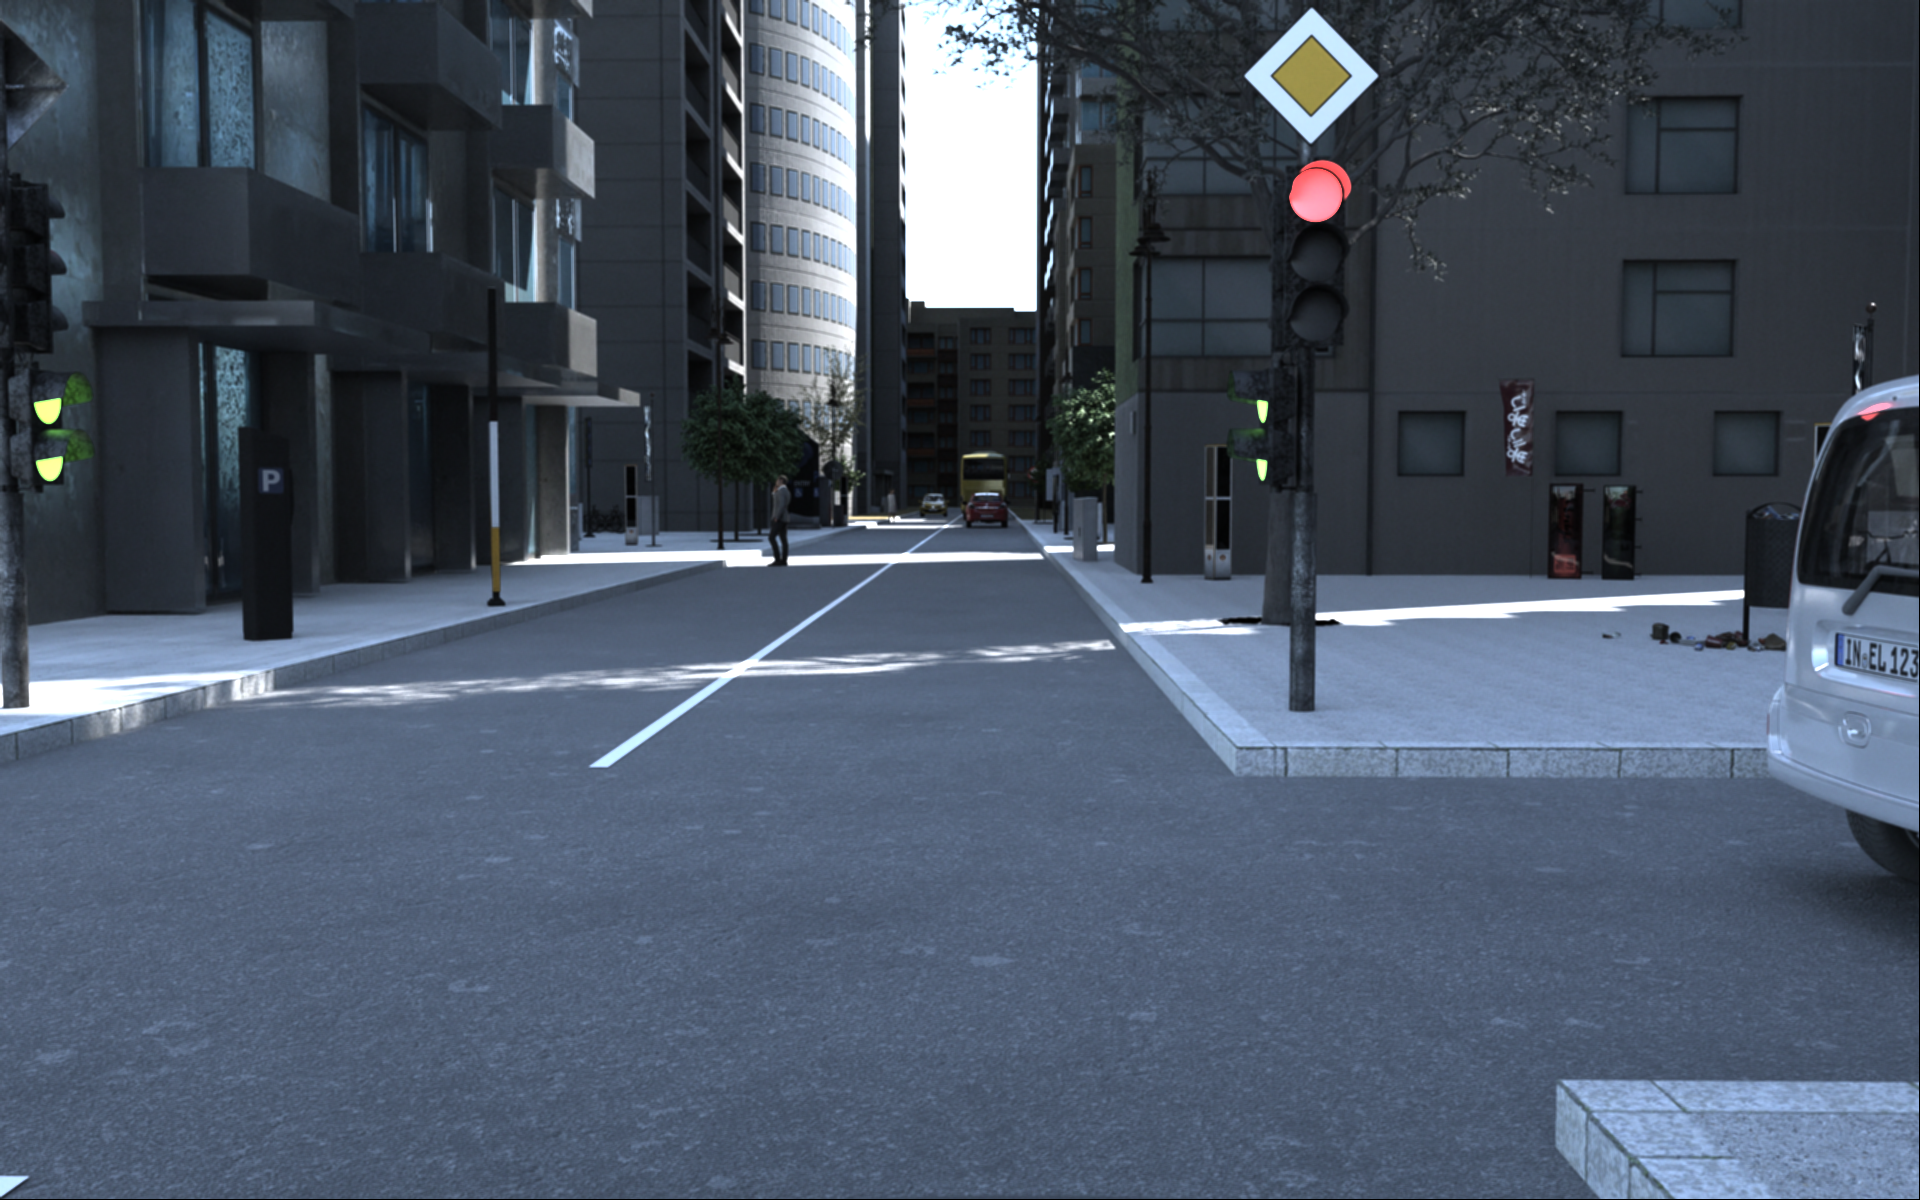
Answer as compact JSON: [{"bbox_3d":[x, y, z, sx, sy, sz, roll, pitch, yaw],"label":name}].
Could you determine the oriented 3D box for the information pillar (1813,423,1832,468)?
[{"bbox_3d":[9.035,-0.821,17.918,0.304,2.012,0.304,-2,4,-34],"label":"information pillar"}]

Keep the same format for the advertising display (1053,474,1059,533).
[{"bbox_3d":[3.170,-3.181,57.228,0.123,1.923,0.974,1,4,8],"label":"advertising display"}]

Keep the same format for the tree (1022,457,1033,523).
[{"bbox_3d":[3.524,-4.919,75.025,1.663,3.219,1.824,0,3,0],"label":"tree"}]

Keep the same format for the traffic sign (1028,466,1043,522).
[{"bbox_3d":[3.399,-4.724,77.341,0.768,2.556,0.104,0,4,4],"label":"traffic sign"}]

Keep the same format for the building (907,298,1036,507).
[{"bbox_3d":[-5.439,-20.720,183.812,28.899,21.520,27.650,0,4,1],"label":"building"}]

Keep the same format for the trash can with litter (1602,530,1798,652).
[{"bbox_3d":[6.622,-0.225,14.743,1.678,1.210,2.233,-3,4,-37],"label":"trash can with litter"}]

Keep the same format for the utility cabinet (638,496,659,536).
[{"bbox_3d":[-9.778,-2.616,53.932,0.306,1.237,1.020,2,4,24],"label":"utility cabinet"}]

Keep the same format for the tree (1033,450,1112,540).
[{"bbox_3d":[3.355,-3.321,48.904,1.663,3.219,1.824,0,3,0],"label":"tree"}]

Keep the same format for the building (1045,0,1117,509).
[{"bbox_3d":[17.746,-31.191,129.582,23.786,49.044,30.456,0,4,1],"label":"building"}]

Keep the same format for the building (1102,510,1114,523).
[{"bbox_3d":[15.939,-46.183,67.765,22.319,86.520,31.000,0,4,1],"label":"building"}]

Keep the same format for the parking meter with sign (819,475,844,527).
[{"bbox_3d":[-5.379,-4.362,67.585,1.738,3.016,0.543,1,4,17],"label":"parking meter with sign"}]

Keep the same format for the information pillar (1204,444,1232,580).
[{"bbox_3d":[3.853,-1.306,25.840,0.304,2.012,0.304,-1,4,-22],"label":"information pillar"}]

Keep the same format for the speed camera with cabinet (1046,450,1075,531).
[{"bbox_3d":[3.514,-4.056,60.647,0.660,3.252,2.038,1,4,17],"label":"speed camera with cabinet"}]

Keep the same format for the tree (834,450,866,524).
[{"bbox_3d":[-5.098,-4.934,75.273,1.663,3.219,1.824,0,3,0],"label":"tree"}]

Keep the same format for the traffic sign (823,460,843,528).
[{"bbox_3d":[-4.746,-3.960,64.852,0.768,2.556,0.104,0,4,7],"label":"traffic sign"}]

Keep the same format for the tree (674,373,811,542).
[{"bbox_3d":[-6.035,-3.858,46.797,4.285,4.588,4.351,0,3,0],"label":"tree"}]

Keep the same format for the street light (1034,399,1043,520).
[{"bbox_3d":[3.809,-6.820,84.289,0.468,5.910,1.993,0,4,1],"label":"street light"}]

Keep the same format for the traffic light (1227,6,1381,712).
[{"bbox_3d":[2.009,-1.299,10.156,0.839,4.253,0.868,0,4,1],"label":"traffic light"}]

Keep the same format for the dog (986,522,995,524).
[{"bbox_3d":[1.502,-3.927,84.400,0.550,0.427,0.748,1,4,10],"label":"dog"}]

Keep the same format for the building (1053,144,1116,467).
[{"bbox_3d":[19.731,-15.595,100.017,27.650,21.520,28.899,0,4,1],"label":"building"}]

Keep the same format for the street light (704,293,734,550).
[{"bbox_3d":[-5.543,-4.108,39.955,0.468,5.910,1.993,0,4,1],"label":"street light"}]

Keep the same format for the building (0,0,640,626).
[{"bbox_3d":[-18.418,-24.798,25.054,23.786,49.044,30.456,0,4,1],"label":"building"}]

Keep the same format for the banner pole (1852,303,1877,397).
[{"bbox_3d":[11.805,-1.999,22.695,0.863,3.779,0.401,-3,5,-44],"label":"banner pole"}]

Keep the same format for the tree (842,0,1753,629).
[{"bbox_3d":[3.215,-6.494,16.551,12.009,13.543,11.850,0,3,0],"label":"tree"}]

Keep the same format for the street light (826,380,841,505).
[{"bbox_3d":[-5.071,-5.908,69.377,0.468,5.910,1.993,0,4,1],"label":"street light"}]

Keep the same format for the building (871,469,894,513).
[{"bbox_3d":[-21.277,-26.551,125.992,32.217,40.220,23.993,0,4,1],"label":"building"}]

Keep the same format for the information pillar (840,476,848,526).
[{"bbox_3d":[-4.603,-3.931,68.763,0.304,2.012,0.304,0,4,0],"label":"information pillar"}]

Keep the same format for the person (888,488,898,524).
[{"bbox_3d":[-3.211,-4.452,82.040,0.466,1.731,0.760,0,4,7],"label":"person"}]

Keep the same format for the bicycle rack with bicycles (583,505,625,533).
[{"bbox_3d":[-11.699,-2.667,56.988,2.925,0.926,2.852,0,4,-6],"label":"bicycle rack with bicycles"}]

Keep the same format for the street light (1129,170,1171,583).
[{"bbox_3d":[2.705,-3.186,24.880,0.468,5.910,1.993,0,4,1],"label":"street light"}]

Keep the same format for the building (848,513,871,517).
[{"bbox_3d":[-16.621,-34.069,99.028,21.231,58.520,28.212,0,4,1],"label":"building"}]

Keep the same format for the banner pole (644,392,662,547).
[{"bbox_3d":[-7.619,-3.214,42.566,0.401,3.779,0.863,-2,4,-27],"label":"banner pole"}]

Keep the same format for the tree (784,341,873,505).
[{"bbox_3d":[-6.037,-8.096,82.731,4.360,8.622,3.978,0,3,0],"label":"tree"}]

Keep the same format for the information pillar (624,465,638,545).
[{"bbox_3d":[-8.253,-2.386,43.501,0.304,2.012,0.304,0,4,-8],"label":"information pillar"}]

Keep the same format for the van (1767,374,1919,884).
[{"bbox_3d":[4.950,0.085,5.629,4.112,2.044,2.013,0,4,1],"label":"van"}]

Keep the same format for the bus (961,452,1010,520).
[{"bbox_3d":[1.457,-6.625,99.870,2.896,3.916,12.252,0,4,2],"label":"bus"}]

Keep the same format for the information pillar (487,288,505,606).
[{"bbox_3d":[-5.375,-1.749,19.948,0.183,3.616,0.504,-1,4,-17],"label":"information pillar"}]

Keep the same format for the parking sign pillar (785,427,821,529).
[{"bbox_3d":[-5.805,-4.578,63.317,1.447,3.967,1.447,2,4,27],"label":"parking sign pillar"}]

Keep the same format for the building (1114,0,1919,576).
[{"bbox_3d":[9.950,-21.366,32.930,14.154,41.232,14.086,0,4,1],"label":"building"}]

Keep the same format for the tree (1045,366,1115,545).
[{"bbox_3d":[3.798,-3.720,44.535,4.285,4.588,4.351,0,3,0],"label":"tree"}]

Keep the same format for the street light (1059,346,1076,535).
[{"bbox_3d":[3.345,-4.985,54.298,0.468,5.910,1.993,0,4,1],"label":"street light"}]

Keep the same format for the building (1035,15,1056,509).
[{"bbox_3d":[13.743,-30.700,152.060,14.600,45.320,14.200,0,4,1],"label":"building"}]

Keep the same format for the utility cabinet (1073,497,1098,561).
[{"bbox_3d":[2.409,-1.364,33.463,0.306,1.237,1.020,0,4,-7],"label":"utility cabinet"}]

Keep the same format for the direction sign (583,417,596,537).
[{"bbox_3d":[-11.001,-3.626,51.290,0.379,3.537,0.876,-1,4,-23],"label":"direction sign"}]

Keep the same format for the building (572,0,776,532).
[{"bbox_3d":[-17.137,-38.464,67.144,20.563,71.187,20.611,0,4,1],"label":"building"}]

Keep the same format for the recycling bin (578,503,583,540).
[{"bbox_3d":[-10.884,-2.179,48.179,0.722,1.027,0.722,-1,4,-8],"label":"recycling bin"}]

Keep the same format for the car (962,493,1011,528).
[{"bbox_3d":[1.151,-4.039,75.081,2.155,1.783,4.494,0,4,0],"label":"car"}]

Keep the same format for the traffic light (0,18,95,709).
[{"bbox_3d":[-5.651,-1.307,10.283,0.839,4.253,0.868,0,4,1],"label":"traffic light"}]

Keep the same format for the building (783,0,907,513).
[{"bbox_3d":[-18.838,-37.136,149.177,28.212,58.520,21.231,0,4,1],"label":"building"}]

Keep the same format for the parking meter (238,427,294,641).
[{"bbox_3d":[-6.107,-0.585,15.273,0.255,1.863,0.399,3,5,45],"label":"parking meter"}]

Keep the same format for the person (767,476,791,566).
[{"bbox_3d":[-3.620,-1.587,34.630,0.473,1.802,0.592,1,4,23],"label":"person"}]

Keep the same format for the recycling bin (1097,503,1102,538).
[{"bbox_3d":[3.810,-2.366,51.241,0.722,1.027,0.722,1,4,13],"label":"recycling bin"}]

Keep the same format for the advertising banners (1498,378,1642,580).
[{"bbox_3d":[9.163,-1.828,26.072,2.074,3.025,0.090,1,4,20],"label":"advertising banners"}]

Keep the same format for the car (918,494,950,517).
[{"bbox_3d":[-1.666,-6.123,110.327,2.015,1.641,3.980,0,4,1],"label":"car"}]
